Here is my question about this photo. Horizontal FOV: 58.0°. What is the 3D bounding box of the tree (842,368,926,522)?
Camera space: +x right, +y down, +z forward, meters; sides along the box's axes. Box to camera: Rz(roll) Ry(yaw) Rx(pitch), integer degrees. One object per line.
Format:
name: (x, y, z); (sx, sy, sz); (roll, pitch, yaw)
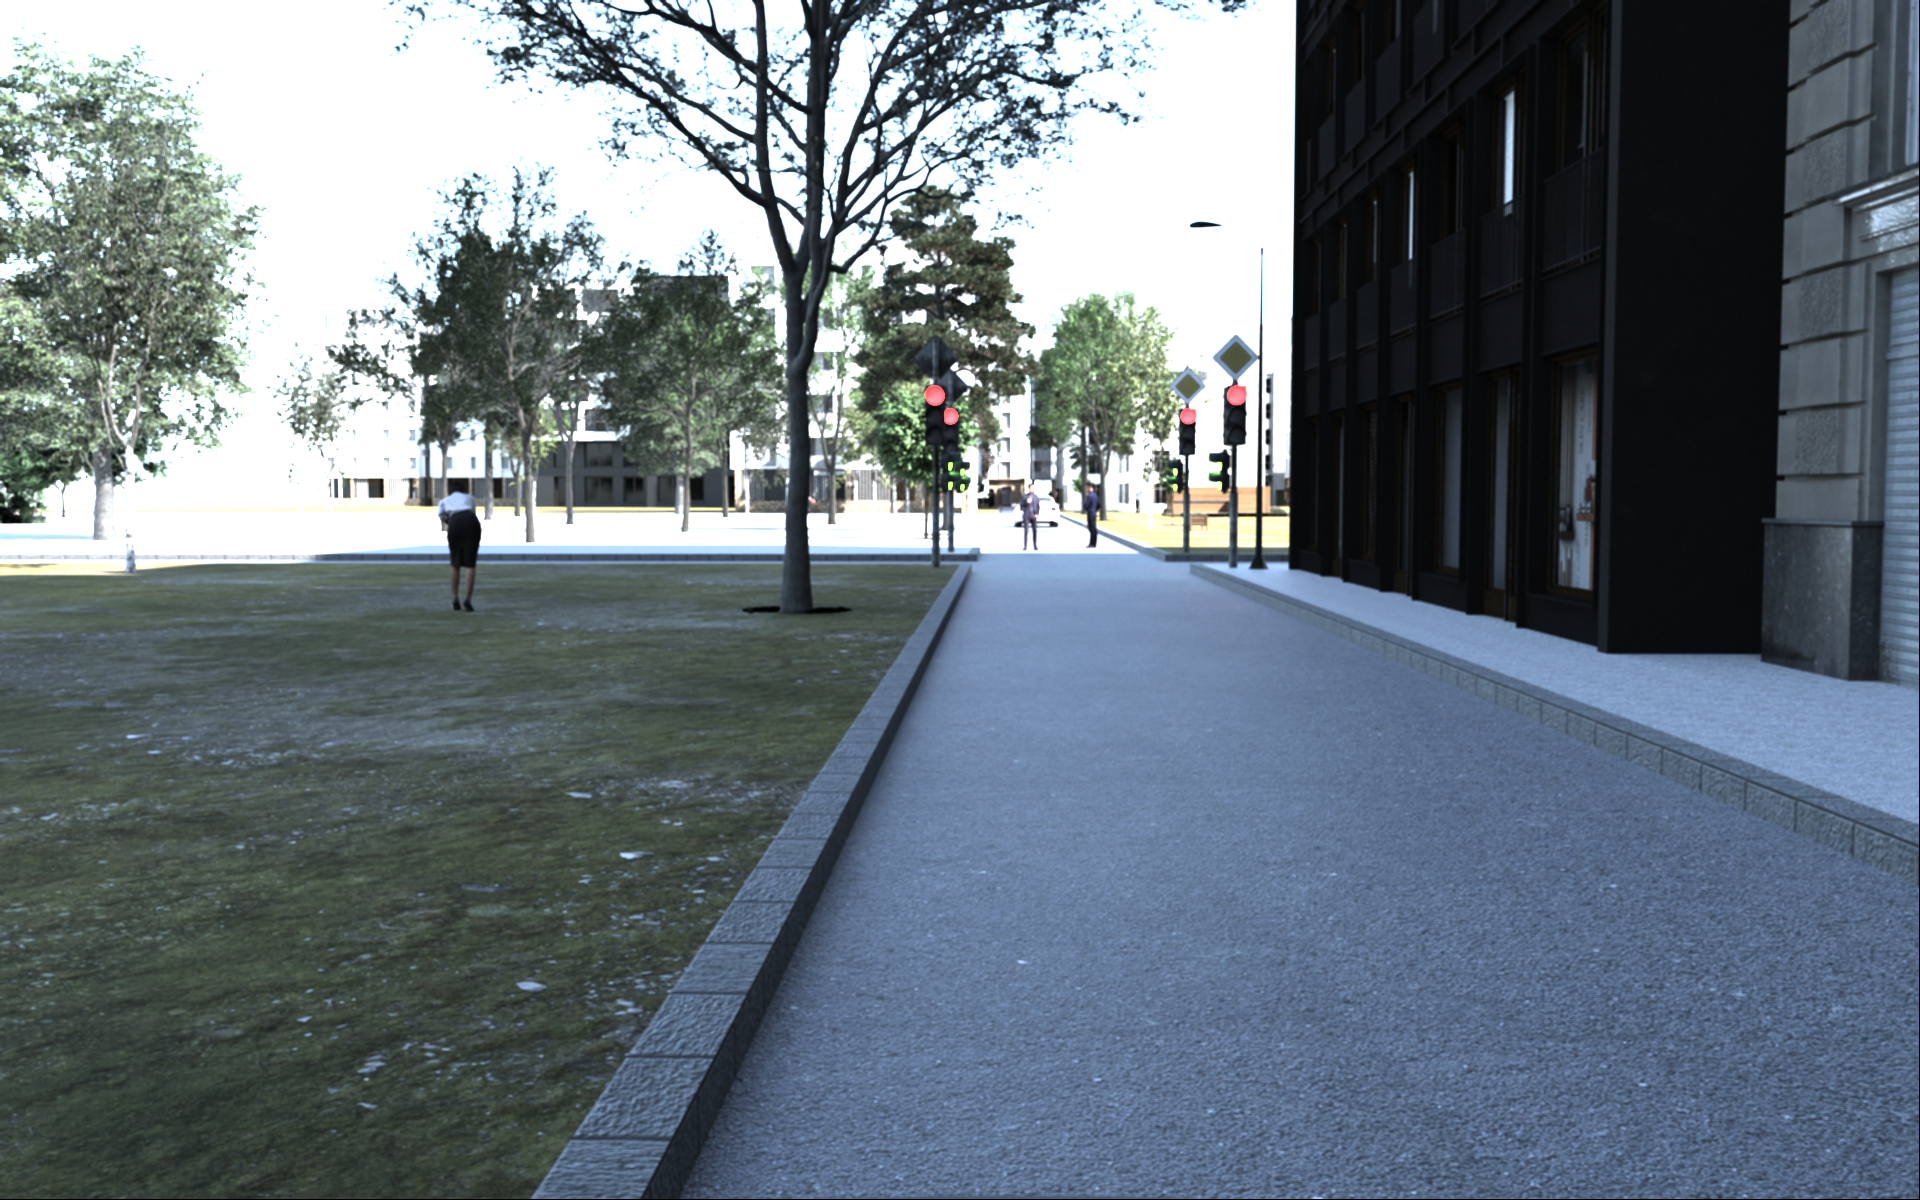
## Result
tree: (-2.729, -8.402, 87.727); (4.737, 8.622, 4.395); (0, 3, 0)

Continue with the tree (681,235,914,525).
tree: (-5.374, -8.884, 71.003); (9.928, 11.665, 9.643); (0, 3, 0)

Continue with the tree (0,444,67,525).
tree: (-43.746, -10.107, 67.065); (13.155, 14.587, 18.604); (-1, 4, -11)

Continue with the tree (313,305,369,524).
tree: (-24.901, -7.054, 65.703); (4.360, 8.622, 3.978); (0, 3, 0)

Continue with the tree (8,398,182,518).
tree: (-50.987, -8.043, 94.405); (11.467, 7.101, 20.602); (0, 4, -6)

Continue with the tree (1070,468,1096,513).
tree: (8.135, -7.451, 116.423); (1.663, 3.219, 1.824); (0, 3, 0)

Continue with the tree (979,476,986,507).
tree: (1.729, -10.490, 166.120); (1.663, 3.219, 1.824); (0, 3, 0)

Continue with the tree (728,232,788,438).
tree: (-8.807, -7.518, 57.331); (7.601, 10.594, 8.767); (-1, 4, -9)

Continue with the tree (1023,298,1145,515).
tree: (7.534, -12.238, 107.512); (7.806, 13.903, 7.818); (0, 3, 0)

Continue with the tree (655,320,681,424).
tree: (-12.754, -10.206, 92.629); (9.928, 11.665, 9.643); (0, 3, 0)

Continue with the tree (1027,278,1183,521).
tree: (6.931, -9.599, 82.706); (9.928, 11.665, 9.643); (0, 3, 0)

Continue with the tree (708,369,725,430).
tree: (-10.193, -8.207, 84.542); (4.360, 8.622, 3.978); (0, 3, 0)

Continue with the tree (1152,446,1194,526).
tree: (8.725, -4.620, 70.139); (1.663, 3.219, 1.824); (0, 3, 0)

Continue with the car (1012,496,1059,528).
car: (3.323, -3.868, 75.610); (2.083, 1.381, 4.827); (0, 4, 0)

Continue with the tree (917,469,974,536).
tree: (-0.663, -3.614, 53.687); (1.663, 3.219, 1.824); (0, 3, 0)

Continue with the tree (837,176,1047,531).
tree: (-0.423, -8.393, 59.283); (6.751, 12.117, 7.091); (0, 3, 0)

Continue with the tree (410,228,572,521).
tree: (-22.337, -10.720, 82.690); (7.806, 13.903, 7.818); (0, 3, 0)

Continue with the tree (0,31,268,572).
tree: (-13.602, -4.773, 28.402); (4.360, 8.622, 3.978); (0, 3, 0)

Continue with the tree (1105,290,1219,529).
tree: (7.216, -6.933, 63.718); (4.737, 8.622, 4.395); (0, 3, 0)

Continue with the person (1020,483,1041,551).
person: (1.777, -2.110, 43.911); (0.541, 1.710, 0.530); (0, 4, 0)

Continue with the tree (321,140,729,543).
tree: (-11.152, -6.773, 45.153); (8.767, 10.594, 7.601); (0, 4, 2)

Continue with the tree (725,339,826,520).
tree: (-8.138, -7.878, 79.165); (4.360, 8.622, 3.978); (0, 3, 0)

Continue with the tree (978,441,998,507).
tree: (2.223, -13.458, 170.397); (4.737, 8.622, 4.395); (0, 3, 0)

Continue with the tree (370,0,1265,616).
tree: (-1.671, -6.603, 18.331); (12.009, 13.543, 11.850); (0, 3, 0)

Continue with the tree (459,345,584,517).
tree: (-24.535, -10.372, 95.333); (9.928, 11.665, 9.643); (0, 3, 0)

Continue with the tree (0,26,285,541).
tree: (-23.543, -8.588, 47.065); (9.857, 13.997, 8.962); (0, 3, 0)

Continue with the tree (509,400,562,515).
tree: (-26.403, -9.598, 107.289); (4.737, 8.622, 4.395); (0, 3, 0)

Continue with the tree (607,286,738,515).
tree: (-17.318, -12.202, 106.153); (9.857, 13.997, 8.962); (0, 3, 0)

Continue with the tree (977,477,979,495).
tree: (-0.037, -6.487, 100.664); (1.663, 3.219, 1.824); (0, 3, 0)

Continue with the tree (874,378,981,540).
tree: (-0.981, -3.992, 48.977); (4.285, 4.588, 4.351); (0, 3, 0)

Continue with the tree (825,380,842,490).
tree: (-4.570, -8.947, 96.645); (4.737, 8.622, 4.395); (0, 3, 0)
